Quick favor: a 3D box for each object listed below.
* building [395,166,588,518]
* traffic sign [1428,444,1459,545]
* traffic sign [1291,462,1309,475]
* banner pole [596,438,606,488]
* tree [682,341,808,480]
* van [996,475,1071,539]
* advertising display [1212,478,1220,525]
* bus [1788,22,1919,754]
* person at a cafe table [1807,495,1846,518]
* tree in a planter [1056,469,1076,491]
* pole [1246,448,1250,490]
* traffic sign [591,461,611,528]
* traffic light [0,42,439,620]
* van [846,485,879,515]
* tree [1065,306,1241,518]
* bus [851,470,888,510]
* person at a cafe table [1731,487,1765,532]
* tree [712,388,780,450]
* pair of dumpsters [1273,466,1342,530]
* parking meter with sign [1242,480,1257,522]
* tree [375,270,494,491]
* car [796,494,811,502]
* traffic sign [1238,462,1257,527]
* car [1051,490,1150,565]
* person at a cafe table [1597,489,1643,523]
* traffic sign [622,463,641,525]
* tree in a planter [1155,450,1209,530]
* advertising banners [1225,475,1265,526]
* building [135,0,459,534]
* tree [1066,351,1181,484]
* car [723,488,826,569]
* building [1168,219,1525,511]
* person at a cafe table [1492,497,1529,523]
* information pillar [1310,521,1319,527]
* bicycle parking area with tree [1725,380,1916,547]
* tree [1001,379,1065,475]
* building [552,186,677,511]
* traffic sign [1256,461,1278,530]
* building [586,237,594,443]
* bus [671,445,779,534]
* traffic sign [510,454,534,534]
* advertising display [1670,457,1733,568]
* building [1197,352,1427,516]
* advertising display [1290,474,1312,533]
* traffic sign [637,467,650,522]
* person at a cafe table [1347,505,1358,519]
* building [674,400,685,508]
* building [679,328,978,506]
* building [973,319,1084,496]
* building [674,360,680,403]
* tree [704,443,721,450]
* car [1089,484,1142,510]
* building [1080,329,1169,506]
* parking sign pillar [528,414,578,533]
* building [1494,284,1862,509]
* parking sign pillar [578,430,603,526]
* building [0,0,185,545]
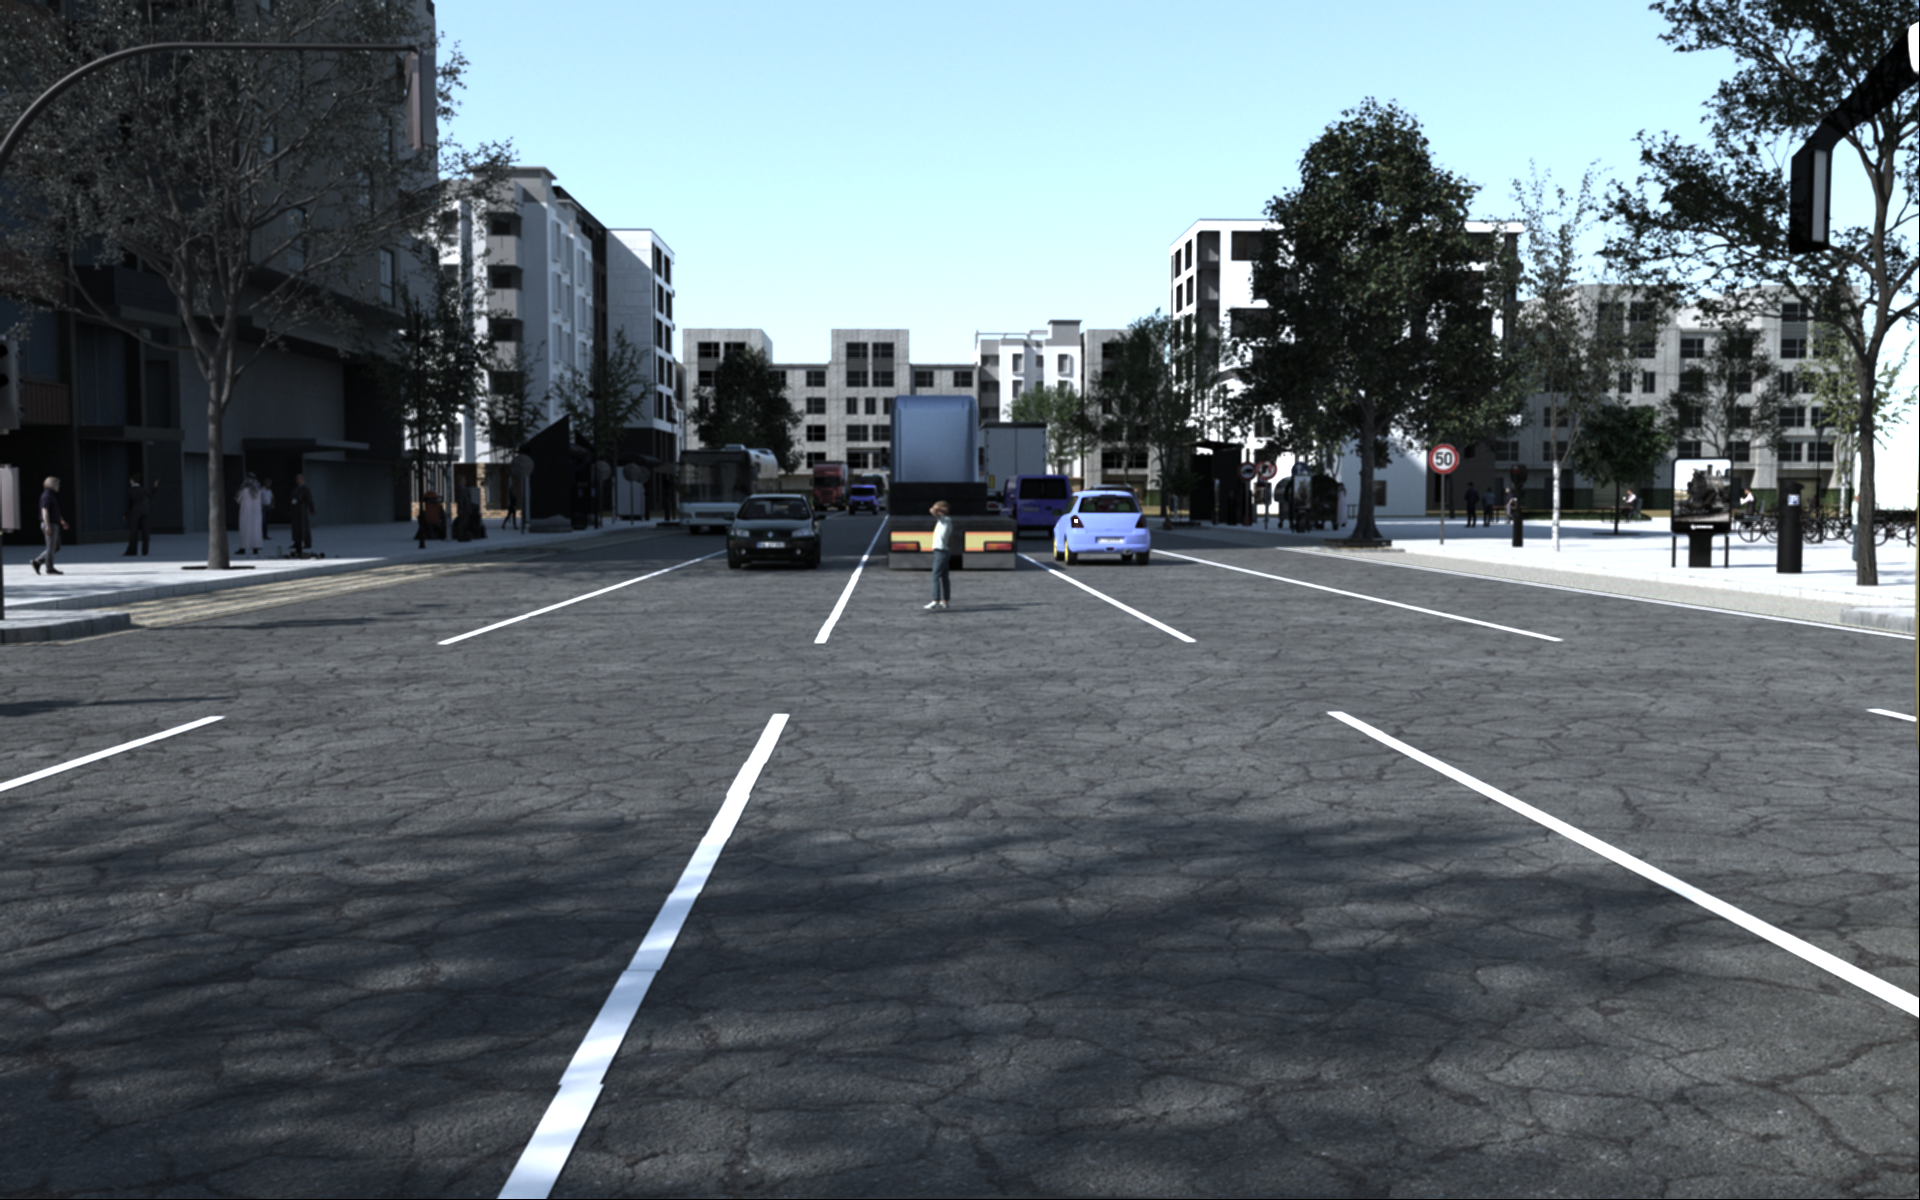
[{"bbox_3d":[-30.373,-14.768,97.883,16.016,20.091,11.380,0,4,-2],"label":"building"},{"bbox_3d":[12.229,-2.677,43.875,0.768,2.556,0.104,0,4,1],"label":"traffic sign"},{"bbox_3d":[13.423,-4.173,68.341,0.768,2.556,0.104,0,4,6],"label":"traffic sign"},{"bbox_3d":[-16.092,-5.352,77.530,0.863,3.779,0.401,3,5,40],"label":"banner pole"},{"bbox_3d":[-16.051,-13.056,130.477,9.611,12.733,9.660,0,3,0],"label":"tree"},{"bbox_3d":[2.430,-3.190,56.540,2.240,2.365,5.245,0,4,-4],"label":"van"},{"bbox_3d":[10.545,-4.048,71.399,0.123,1.923,0.974,1,4,20],"label":"advertising display"},{"bbox_3d":[4.731,-0.551,0.551,2.896,3.916,12.252,0,4,-2],"label":"bus"},{"bbox_3d":[46.701,-5.055,93.512,1.726,1.238,1.698,1,4,14],"label":"person at a cafe table"},{"bbox_3d":[7.180,-7.562,120.854,1.991,3.239,1.994,0,4,-2],"label":"tree in a planter"},{"bbox_3d":[12.791,-5.090,77.057,0.158,3.312,0.155,0,3,0],"label":"pole"},{"bbox_3d":[-13.712,-4.037,66.105,0.768,2.556,0.104,0,4,0],"label":"traffic sign"},{"bbox_3d":[-7.731,-2.626,17.606,4.771,5.953,1.251,0,4,-2],"label":"traffic light"},{"bbox_3d":[-6.682,-7.074,120.051,2.240,2.365,5.245,0,4,-1],"label":"van"},{"bbox_3d":[11.270,-10.321,94.505,9.928,11.665,9.643,0,3,0],"label":"tree"},{"bbox_3d":[-7.926,-9.785,154.846,2.948,3.499,13.247,0,4,0],"label":"bus"},{"bbox_3d":[26.391,-3.073,58.755,1.622,1.524,1.698,3,4,38],"label":"person at a cafe table"},{"bbox_3d":[-15.543,-10.456,121.324,4.737,8.622,4.395,0,3,0],"label":"tree"},{"bbox_3d":[12.626,-3.698,62.951,1.574,2.255,4.437,0,4,-2],"label":"pair of dumpsters"},{"bbox_3d":[12.864,-5.049,78.805,0.543,3.016,1.738,-2,4,-29],"label":"parking meter with sign"},{"bbox_3d":[-17.542,-6.543,57.342,4.737,8.622,4.395,0,3,0],"label":"tree"},{"bbox_3d":[-14.699,-9.016,159.410,2.014,1.417,4.499,0,4,-3],"label":"car"},{"bbox_3d":[11.257,-4.148,67.930,0.768,2.556,0.104,0,4,-2],"label":"traffic sign"},{"bbox_3d":[2.905,-1.619,36.064,1.945,1.707,3.694,0,4,-2],"label":"car"},{"bbox_3d":[29.511,-4.197,77.141,1.622,1.524,1.698,0,4,0],"label":"person at a cafe table"},{"bbox_3d":[-13.523,-4.359,71.373,0.768,2.556,0.104,0,4,0],"label":"traffic sign"},{"bbox_3d":[8.952,-4.464,70.208,1.991,3.239,1.994,0,4,-2],"label":"tree in a planter"},{"bbox_3d":[11.619,-4.525,70.165,0.090,3.025,2.074,-3,5,-43],"label":"advertising banners"},{"bbox_3d":[-36.328,-29.136,65.616,28.713,52.752,27.495,0,4,-2],"label":"building"},{"bbox_3d":[10.132,-10.603,107.777,8.767,10.594,7.601,3,4,36],"label":"tree"},{"bbox_3d":[-3.658,-1.507,34.431,2.009,1.686,4.222,0,4,-3],"label":"car"},{"bbox_3d":[31.083,-18.443,145.513,27.936,21.610,32.646,0,4,-2],"label":"building"},{"bbox_3d":[24.427,-4.046,77.021,1.698,1.238,1.726,2,4,34],"label":"person at a cafe table"},{"bbox_3d":[13.616,-3.797,66.580,0.304,2.012,0.304,2,4,29],"label":"information pillar"},{"bbox_3d":[24.569,-3.549,45.033,8.231,4.147,9.016,-2,4,-32],"label":"bicycle parking area with tree"},{"bbox_3d":[8.753,-14.165,157.348,9.928,11.665,9.643,0,3,0],"label":"tree"},{"bbox_3d":[-37.548,-17.551,130.938,27.936,21.610,32.646,0,4,-2],"label":"building"},{"bbox_3d":[11.060,-3.816,62.491,0.768,2.556,0.104,0,4,5],"label":"traffic sign"},{"bbox_3d":[-31.445,-15.461,109.212,16.016,20.091,11.380,0,4,-2],"label":"building"},{"bbox_3d":[-8.649,-4.326,65.585,2.948,3.499,13.247,0,4,-2],"label":"bus"},{"bbox_3d":[-14.000,-3.379,55.354,0.768,2.556,0.104,0,4,2],"label":"traffic sign"},{"bbox_3d":[12.905,-1.526,30.157,0.974,1.923,0.123,1,4,19],"label":"advertising display"},{"bbox_3d":[22.523,-10.588,115.261,9.099,9.664,28.070,0,4,-2],"label":"building"},{"bbox_3d":[11.296,-3.189,57.353,0.974,1.923,0.123,-3,5,-42],"label":"advertising display"},{"bbox_3d":[-14.856,-4.938,80.836,0.768,2.556,0.104,0,4,-1],"label":"traffic sign"},{"bbox_3d":[19.652,-4.984,90.000,1.622,1.524,1.698,0,4,-2],"label":"person at a cafe table"},{"bbox_3d":[-39.318,-13.042,155.383,28.070,9.664,9.099,0,4,-2],"label":"building"},{"bbox_3d":[-14.068,-19.988,193.257,31.486,18.905,16.747,0,4,-2],"label":"building"},{"bbox_3d":[7.358,-20.633,193.775,11.380,20.091,16.016,0,4,-2],"label":"building"},{"bbox_3d":[-46.180,-19.884,191.563,31.486,18.905,16.747,0,4,-2],"label":"building"},{"bbox_3d":[-15.656,-7.810,111.405,4.285,4.588,4.351,0,3,0],"label":"tree"},{"bbox_3d":[5.704,-3.498,65.872,2.281,1.827,5.304,0,4,0],"label":"car"},{"bbox_3d":[28.938,-20.038,194.073,31.486,18.905,16.747,0,4,-2],"label":"building"},{"bbox_3d":[-13.684,-4.237,57.753,1.447,3.967,1.447,-1,4,-21],"label":"parking sign pillar"},{"bbox_3d":[59.963,-17.609,154.361,31.486,18.905,16.747,0,4,-2],"label":"building"},{"bbox_3d":[-15.437,-5.055,71.120,1.447,3.967,1.447,3,5,39],"label":"parking sign pillar"},{"bbox_3d":[-31.591,-23.424,37.608,22.147,44.769,28.867,0,4,-2],"label":"building"}]
